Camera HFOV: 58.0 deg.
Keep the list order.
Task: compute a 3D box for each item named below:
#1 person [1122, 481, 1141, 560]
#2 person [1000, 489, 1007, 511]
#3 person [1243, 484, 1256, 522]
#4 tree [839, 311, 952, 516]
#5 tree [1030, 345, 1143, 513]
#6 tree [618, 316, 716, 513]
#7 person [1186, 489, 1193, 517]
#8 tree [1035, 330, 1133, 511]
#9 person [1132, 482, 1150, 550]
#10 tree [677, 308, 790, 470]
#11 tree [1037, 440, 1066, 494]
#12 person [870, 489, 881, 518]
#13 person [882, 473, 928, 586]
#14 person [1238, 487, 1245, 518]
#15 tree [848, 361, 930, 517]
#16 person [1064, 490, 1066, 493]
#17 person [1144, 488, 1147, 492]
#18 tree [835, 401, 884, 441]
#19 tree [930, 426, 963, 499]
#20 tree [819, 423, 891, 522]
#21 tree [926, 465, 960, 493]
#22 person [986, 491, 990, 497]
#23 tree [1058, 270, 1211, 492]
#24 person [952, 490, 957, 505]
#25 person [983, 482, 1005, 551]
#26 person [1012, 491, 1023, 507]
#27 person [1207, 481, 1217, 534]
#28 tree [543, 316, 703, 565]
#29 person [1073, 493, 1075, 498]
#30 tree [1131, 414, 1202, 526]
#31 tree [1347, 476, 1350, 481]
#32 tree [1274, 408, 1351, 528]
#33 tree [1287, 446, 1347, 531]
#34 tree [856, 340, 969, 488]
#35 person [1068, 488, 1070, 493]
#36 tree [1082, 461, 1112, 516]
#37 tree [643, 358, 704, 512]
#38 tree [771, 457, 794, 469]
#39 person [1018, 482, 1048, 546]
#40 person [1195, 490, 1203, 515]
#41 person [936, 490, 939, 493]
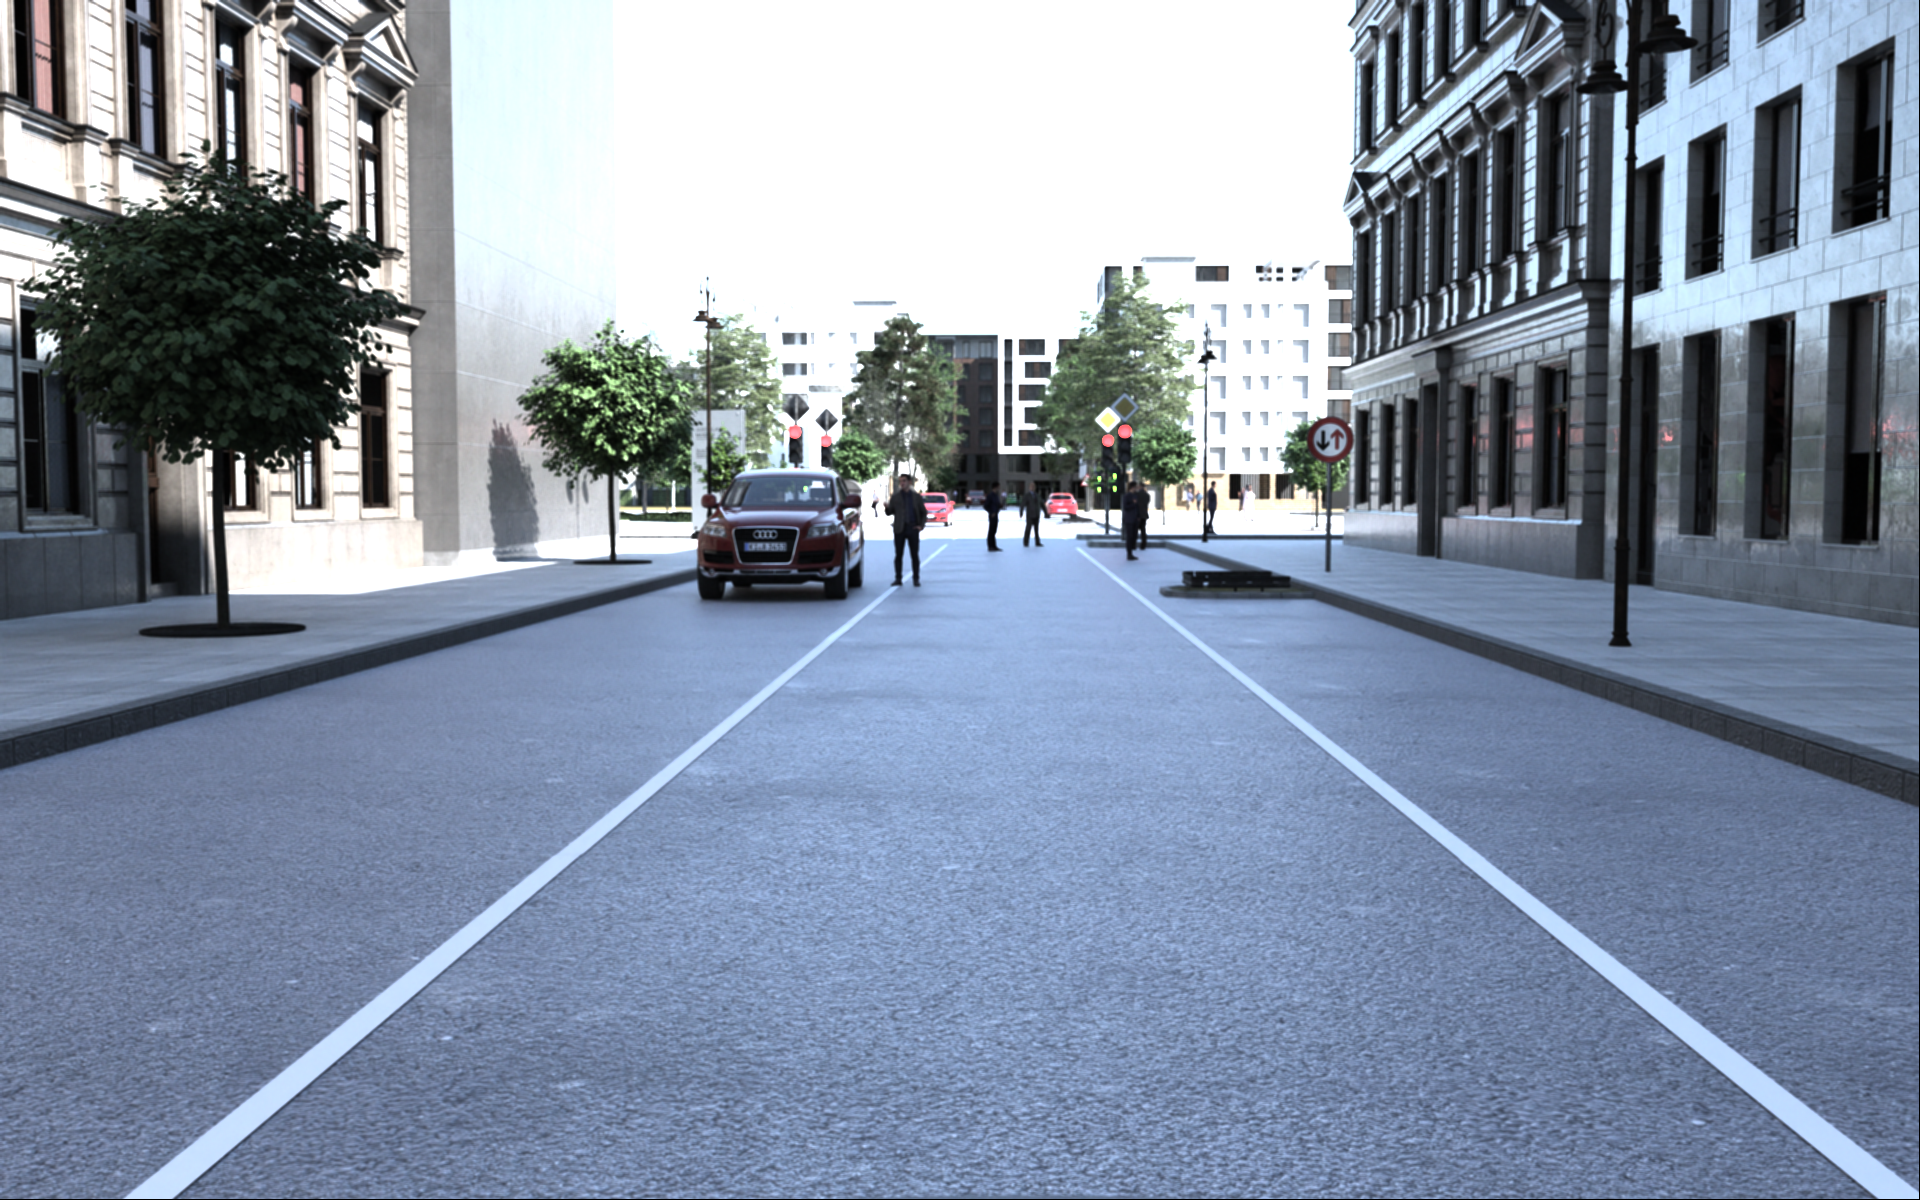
[{"bbox_3d":[3.735,-1.732,37.733,0.541,1.710,0.530,-3,4,-38],"label":"person"},{"bbox_3d":[3.706,-8.669,150.104,0.599,1.838,0.709,-3,5,-41],"label":"person"},{"bbox_3d":[13.460,-4.526,80.708,0.621,1.740,0.551,2,4,35],"label":"person"},{"bbox_3d":[-3.811,-11.073,103.099,6.751,12.117,7.091,0,3,0],"label":"tree"},{"bbox_3d":[8.958,-11.834,119.237,9.928,11.665,9.643,0,3,0],"label":"tree"},{"bbox_3d":[-21.590,-12.741,118.678,12.009,13.543,11.850,0,3,0],"label":"tree"},{"bbox_3d":[12.595,-5.316,95.021,0.319,1.574,0.516,-1,4,-19],"label":"person"},{"bbox_3d":[9.808,-13.632,130.311,7.806,13.903,7.818,0,3,0],"label":"tree"},{"bbox_3d":[4.587,-2.172,44.706,0.600,1.739,0.565,2,4,33],"label":"person"},{"bbox_3d":[-13.749,-11.507,106.268,7.486,12.596,7.792,0,3,0],"label":"tree"},{"bbox_3d":[11.165,-15.592,205.298,4.737,8.622,4.395,0,3,0],"label":"tree"},{"bbox_3d":[-4.483,-5.139,92.283,0.614,1.554,0.590,3,5,40],"label":"person"},{"bbox_3d":[-0.866,-1.089,26.840,0.617,1.759,0.750,1,4,11],"label":"person"},{"bbox_3d":[14.931,-5.139,91.537,0.415,1.643,0.593,3,4,37],"label":"person"},{"bbox_3d":[-4.310,-8.855,95.135,4.360,8.622,3.978,0,3,0],"label":"tree"},{"bbox_3d":[12.115,-11.786,199.465,1.217,1.735,0.721,-2,4,-33],"label":"person"},{"bbox_3d":[14.109,-7.734,133.219,0.721,1.743,1.217,0,4,5],"label":"person"},{"bbox_3d":[-7.282,-10.755,126.211,4.737,8.622,4.395,0,3,0],"label":"tree"},{"bbox_3d":[-2.715,-11.265,134.546,4.360,8.622,3.978,0,3,0],"label":"tree"},{"bbox_3d":[-4.981,-5.911,80.362,4.285,4.588,4.351,0,3,0],"label":"tree"},{"bbox_3d":[-1.715,-11.296,168.403,4.285,4.588,4.351,0,3,0],"label":"tree"},{"bbox_3d":[3.314,-11.666,199.370,0.705,1.807,1.348,3,4,37],"label":"person"},{"bbox_3d":[8.873,-10.413,88.376,7.486,12.596,7.792,0,3,0],"label":"tree"},{"bbox_3d":[-0.662,-12.351,207.853,0.709,1.838,0.599,-3,5,-45],"label":"person"},{"bbox_3d":[0.902,-2.097,43.489,0.504,1.737,0.576,1,4,18],"label":"person"},{"bbox_3d":[6.443,-11.237,192.238,1.348,1.822,0.705,2,4,26],"label":"person"},{"bbox_3d":[8.057,-2.957,55.309,0.530,1.710,0.541,2,4,34],"label":"person"},{"bbox_3d":[-6.497,-2.963,32.154,4.285,4.588,4.351,0,3,0],"label":"tree"},{"bbox_3d":[11.022,-9.884,170.827,0.799,1.438,0.628,-1,4,-17],"label":"person"},{"bbox_3d":[8.430,-5.346,71.127,4.285,4.588,4.351,0,3,0],"label":"tree"},{"bbox_3d":[15.179,-4.675,71.041,1.663,3.219,1.824,0,3,0],"label":"tree"},{"bbox_3d":[13.493,-5.020,65.798,4.285,4.588,4.351,0,3,0],"label":"tree"},{"bbox_3d":[12.142,-4.012,60.205,1.663,3.219,1.824,0,3,0],"label":"tree"},{"bbox_3d":[-3.208,-11.656,116.333,9.928,11.665,9.643,0,3,0],"label":"tree"},{"bbox_3d":[9.499,-8.860,150.911,0.705,1.823,1.348,2,4,34],"label":"person"},{"bbox_3d":[8.306,-6.610,102.668,1.663,3.219,1.824,0,3,0],"label":"tree"},{"bbox_3d":[-15.635,-8.759,93.568,4.360,8.622,3.978,0,3,0],"label":"tree"},{"bbox_3d":[-9.194,-5.820,89.762,1.663,3.219,1.824,0,3,0],"label":"tree"},{"bbox_3d":[2.032,-2.351,47.492,0.990,1.755,0.434,-2,4,-30],"label":"person"},{"bbox_3d":[14.741,-6.033,106.902,0.429,1.552,0.499,-1,4,-14],"label":"person"},{"bbox_3d":[-2.168,-10.208,173.662,0.721,1.735,1.217,-1,4,-9],"label":"person"}]
